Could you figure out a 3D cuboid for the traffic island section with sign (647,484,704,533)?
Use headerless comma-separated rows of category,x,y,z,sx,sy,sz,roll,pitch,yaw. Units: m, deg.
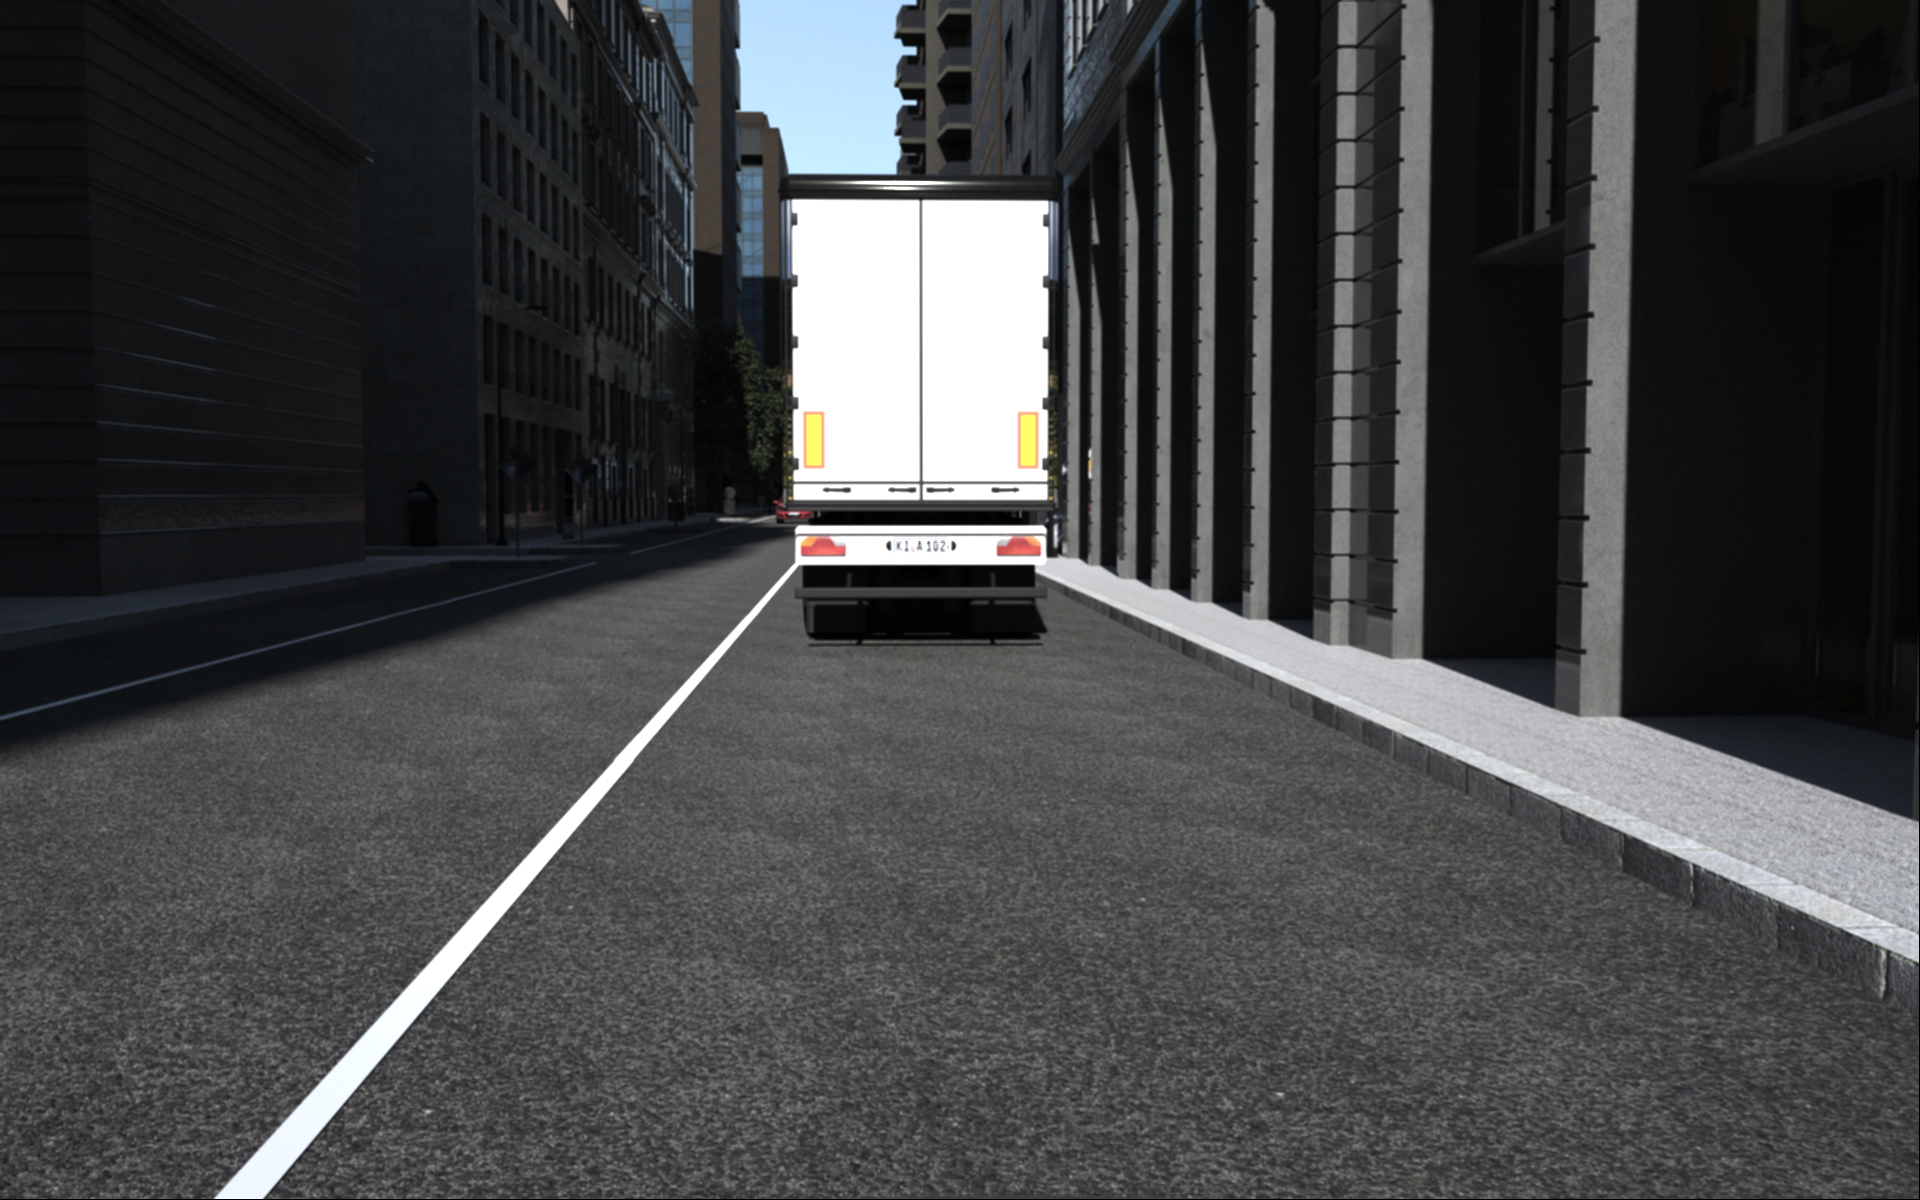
traffic island section with sign,-10.659,-3.456,65.129,1.989,1.847,2.006,0,4,-3

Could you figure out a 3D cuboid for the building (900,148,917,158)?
building,3.432,-36.651,218.846,23.786,49.044,30.456,0,4,-3

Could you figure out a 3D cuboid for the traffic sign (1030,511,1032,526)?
traffic sign,1.437,-1.929,35.175,0.795,2.450,0.064,0,4,-3

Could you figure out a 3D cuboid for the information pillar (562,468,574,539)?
information pillar,-11.229,-2.759,49.609,0.304,2.012,0.304,-1,4,-20

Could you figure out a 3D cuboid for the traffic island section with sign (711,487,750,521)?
traffic island section with sign,-12.246,-5.124,92.405,1.989,1.847,2.006,0,4,-3

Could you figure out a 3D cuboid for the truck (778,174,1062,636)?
truck,-0.527,-1.952,20.827,2.839,4.237,11.283,0,4,-2

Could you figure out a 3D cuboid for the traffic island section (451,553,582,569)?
traffic island section,-8.864,-0.757,34.658,2.009,0.180,2.903,0,4,-3

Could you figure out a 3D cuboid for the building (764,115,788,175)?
building,-33.220,-36.741,224.420,21.300,48.544,21.600,0,4,-3

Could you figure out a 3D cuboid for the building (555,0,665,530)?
building,-19.656,-16.744,71.028,12.463,27.353,25.104,0,4,-3

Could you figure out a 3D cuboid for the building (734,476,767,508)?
building,-35.629,-29.230,169.790,32.217,40.220,23.993,0,4,-3

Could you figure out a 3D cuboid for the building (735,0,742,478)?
building,-32.323,-33.906,143.605,28.713,52.752,27.495,0,4,-3

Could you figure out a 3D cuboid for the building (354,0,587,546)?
building,-17.492,-11.949,50.115,10.420,20.320,16.860,0,4,-3

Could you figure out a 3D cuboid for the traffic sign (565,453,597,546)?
traffic sign,-9.306,-2.381,42.569,0.795,2.450,0.064,0,4,-3

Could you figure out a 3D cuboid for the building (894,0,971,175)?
building,7.253,-27.471,103.778,22.147,44.769,28.867,0,4,-3

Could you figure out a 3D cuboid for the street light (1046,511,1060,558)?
street light,1.297,-3.810,34.830,1.470,5.913,1.316,0,4,-3

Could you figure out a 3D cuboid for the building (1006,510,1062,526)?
building,12.206,-37.423,50.112,20.611,71.187,20.563,0,4,-3

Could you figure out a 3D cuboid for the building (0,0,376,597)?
building,-22.642,-11.280,26.231,24.055,21.916,13.314,0,4,-3

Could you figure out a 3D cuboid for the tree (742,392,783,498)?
tree,-21.230,-16.791,192.655,7.486,12.596,7.792,0,3,0

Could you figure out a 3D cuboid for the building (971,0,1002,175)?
building,7.821,-25.779,71.603,14.600,45.320,14.200,0,4,-3

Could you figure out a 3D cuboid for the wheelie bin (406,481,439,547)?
wheelie bin,-13.014,-2.079,41.892,0.693,1.594,0.980,-2,4,-32

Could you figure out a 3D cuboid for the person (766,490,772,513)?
person,-14.359,-7.371,129.731,0.721,1.735,1.217,0,4,2

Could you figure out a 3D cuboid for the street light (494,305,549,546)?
street light,-10.791,-4.290,42.678,1.470,5.913,1.316,0,4,-3

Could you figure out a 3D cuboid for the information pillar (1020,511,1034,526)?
information pillar,1.636,-2.317,42.369,0.304,2.012,0.304,1,4,16

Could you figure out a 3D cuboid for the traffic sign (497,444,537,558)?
traffic sign,-8.841,-1.893,34.598,0.795,2.450,0.064,0,4,-3

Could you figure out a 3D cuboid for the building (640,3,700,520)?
building,-21.544,-18.812,93.483,13.634,28.700,20.117,0,4,-3

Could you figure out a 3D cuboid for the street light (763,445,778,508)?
street light,-17.878,-11.693,163.715,1.470,5.913,1.316,0,4,-3

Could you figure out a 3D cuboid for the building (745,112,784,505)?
building,-28.108,-34.056,206.919,14.600,45.320,14.200,0,4,-3

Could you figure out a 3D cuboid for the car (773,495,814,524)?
car,-8.124,-4.684,85.625,2.155,1.783,4.494,0,4,-3

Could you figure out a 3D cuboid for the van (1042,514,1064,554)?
van,3.802,-1.920,38.411,4.112,2.044,2.013,0,4,-2

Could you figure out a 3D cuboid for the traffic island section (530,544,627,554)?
traffic island section,-9.329,-1.245,42.630,2.009,0.180,2.903,0,4,-3

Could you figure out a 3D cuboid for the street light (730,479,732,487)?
street light,-15.236,-8.971,119.211,1.470,5.913,1.316,0,4,-3

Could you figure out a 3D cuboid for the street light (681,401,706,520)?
street light,-13.287,-6.946,86.107,1.470,5.913,1.316,0,4,-3

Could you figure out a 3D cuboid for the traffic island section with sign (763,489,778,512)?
traffic island section with sign,-15.133,-8.141,141.740,1.989,1.847,2.006,0,4,-3

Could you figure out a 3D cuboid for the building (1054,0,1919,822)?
building,8.311,-14.835,20.042,11.434,29.767,29.804,0,4,-3

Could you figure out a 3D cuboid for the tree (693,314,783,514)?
tree,-15.377,-11.832,110.456,9.611,12.733,9.660,0,3,0

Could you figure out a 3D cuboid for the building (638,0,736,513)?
building,-23.375,-28.954,123.508,14.600,45.320,14.200,0,4,-3
